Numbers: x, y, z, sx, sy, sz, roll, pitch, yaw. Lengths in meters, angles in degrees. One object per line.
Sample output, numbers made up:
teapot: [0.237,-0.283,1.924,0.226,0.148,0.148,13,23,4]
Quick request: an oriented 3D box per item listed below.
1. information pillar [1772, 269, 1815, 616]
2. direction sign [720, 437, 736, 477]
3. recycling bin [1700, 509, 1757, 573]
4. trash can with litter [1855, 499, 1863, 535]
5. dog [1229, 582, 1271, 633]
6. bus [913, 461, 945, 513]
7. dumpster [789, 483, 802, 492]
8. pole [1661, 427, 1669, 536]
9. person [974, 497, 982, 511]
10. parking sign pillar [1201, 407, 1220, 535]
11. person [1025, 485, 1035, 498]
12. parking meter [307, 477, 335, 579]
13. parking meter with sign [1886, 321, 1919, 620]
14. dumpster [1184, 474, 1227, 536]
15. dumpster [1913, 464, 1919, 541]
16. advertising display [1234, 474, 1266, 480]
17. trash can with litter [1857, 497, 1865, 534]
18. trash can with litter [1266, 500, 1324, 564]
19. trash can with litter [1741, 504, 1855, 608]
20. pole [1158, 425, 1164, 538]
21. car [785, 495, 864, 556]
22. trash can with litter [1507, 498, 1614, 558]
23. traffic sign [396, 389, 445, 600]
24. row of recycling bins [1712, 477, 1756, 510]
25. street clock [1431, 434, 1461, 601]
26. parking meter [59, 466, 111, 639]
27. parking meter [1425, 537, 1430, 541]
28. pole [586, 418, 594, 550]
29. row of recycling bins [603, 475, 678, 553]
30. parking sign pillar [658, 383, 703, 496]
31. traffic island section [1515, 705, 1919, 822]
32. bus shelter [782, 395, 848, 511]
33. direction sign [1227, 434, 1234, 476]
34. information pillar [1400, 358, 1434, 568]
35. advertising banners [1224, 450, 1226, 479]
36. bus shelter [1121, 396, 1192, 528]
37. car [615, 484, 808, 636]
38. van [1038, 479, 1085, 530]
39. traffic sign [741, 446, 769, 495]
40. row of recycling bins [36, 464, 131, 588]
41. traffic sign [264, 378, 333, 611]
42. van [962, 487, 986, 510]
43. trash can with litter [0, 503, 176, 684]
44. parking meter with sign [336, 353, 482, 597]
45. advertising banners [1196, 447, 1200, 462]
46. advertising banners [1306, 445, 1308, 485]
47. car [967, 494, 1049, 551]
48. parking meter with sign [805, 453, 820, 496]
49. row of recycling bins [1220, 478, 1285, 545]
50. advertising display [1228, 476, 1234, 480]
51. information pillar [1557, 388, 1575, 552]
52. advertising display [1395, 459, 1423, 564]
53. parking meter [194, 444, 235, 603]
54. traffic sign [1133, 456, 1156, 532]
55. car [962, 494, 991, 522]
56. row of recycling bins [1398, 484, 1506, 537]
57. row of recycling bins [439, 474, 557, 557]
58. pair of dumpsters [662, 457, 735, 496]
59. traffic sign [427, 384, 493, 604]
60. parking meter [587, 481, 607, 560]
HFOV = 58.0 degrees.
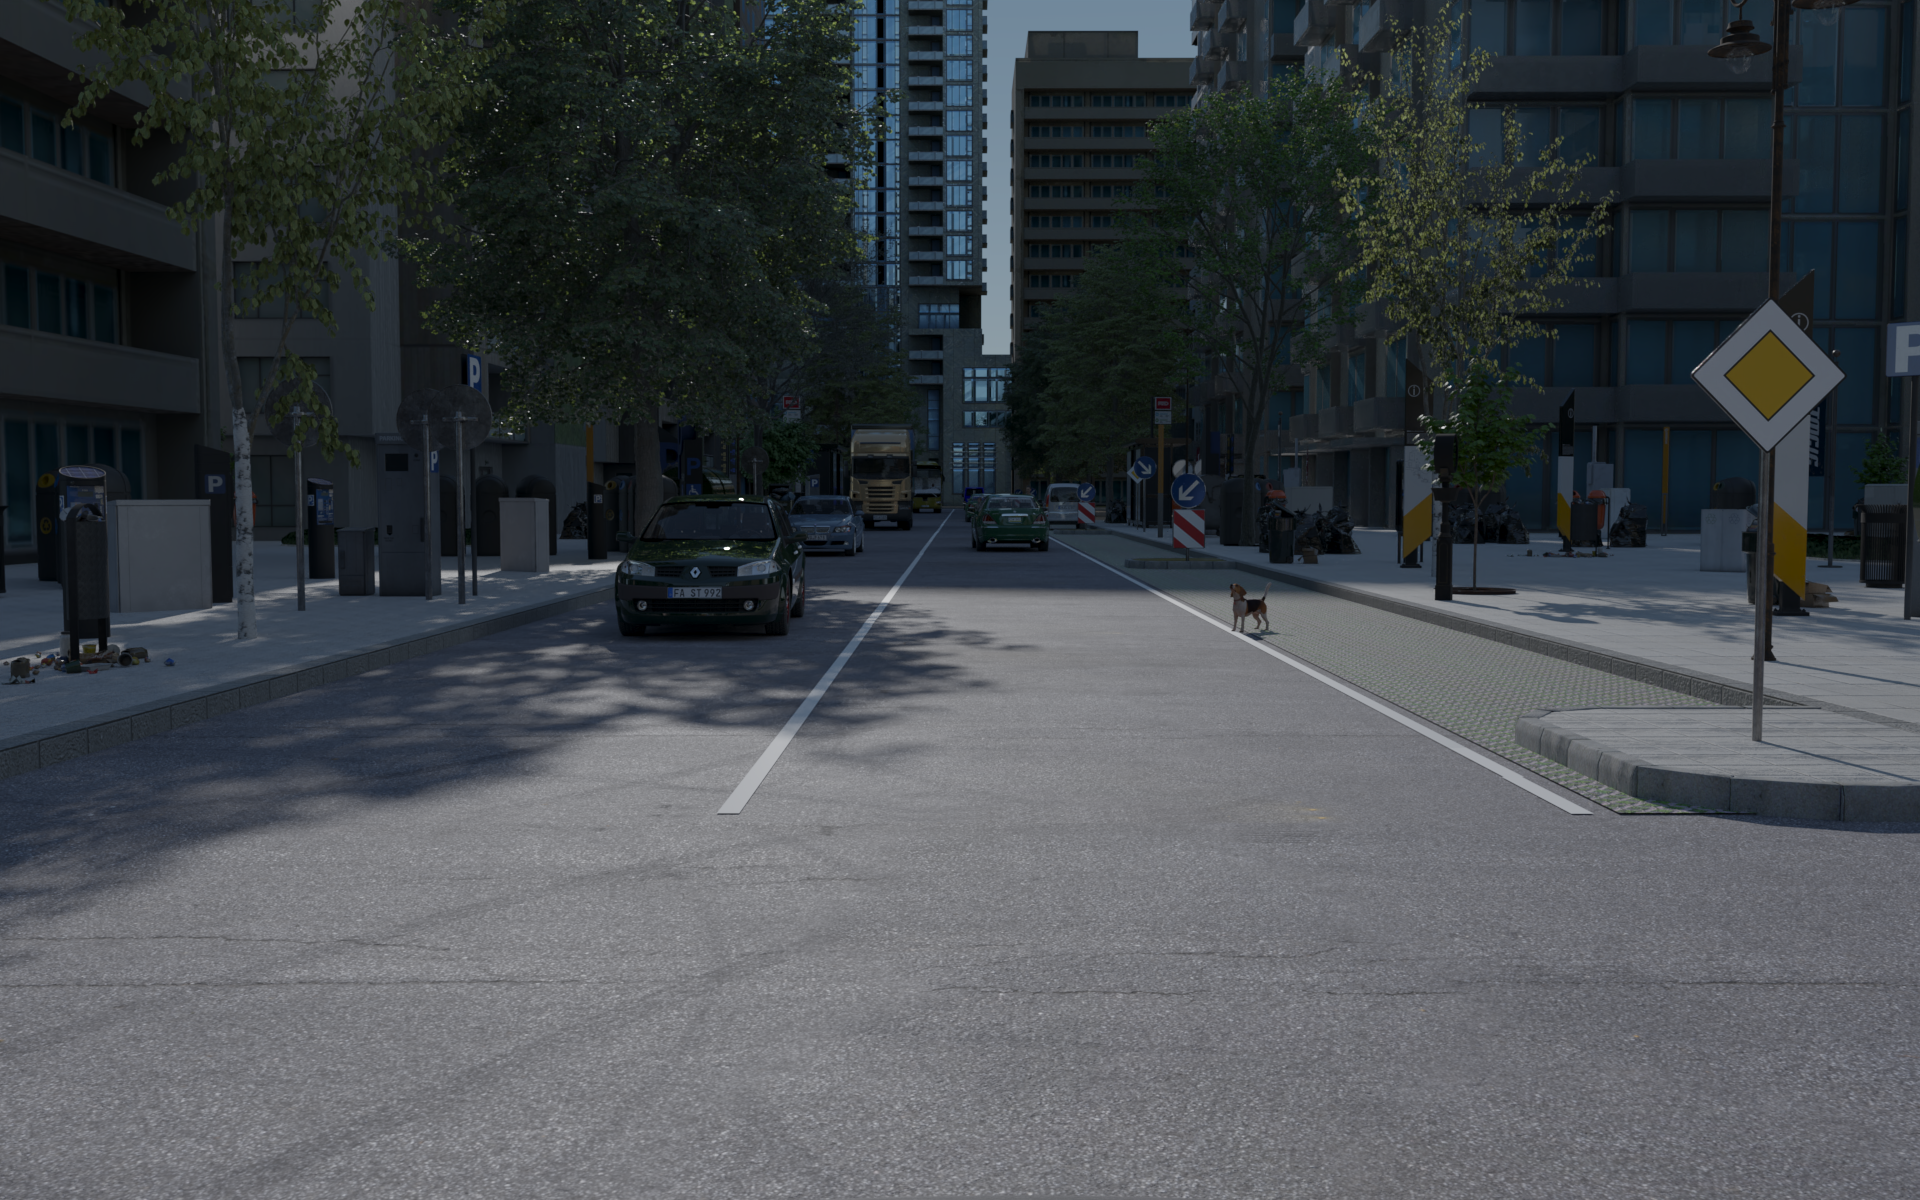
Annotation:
information pillar: [8.669,-1.640,18.165,0.504,3.616,0.183,0,4,2]
direction sign: [-9.288,-4.738,69.464,0.876,3.537,0.379,3,5,40]
recycling bin: [12.770,-0.990,28.736,0.722,1.027,0.722,3,5,43]
trash can with litter: [24.521,-2.199,47.342,0.624,1.170,1.055,0,4,-5]
dog: [3.025,0.076,18.041,0.406,0.507,0.540,1,4,12]
bus: [-2.603,-8.628,132.608,2.896,3.916,12.252,0,4,0]
dumpster: [-7.642,-4.584,80.700,1.264,1.857,1.865,0,4,0]
pole: [21.452,-3.599,52.679,0.158,3.312,0.155,0,3,0]
person: [0.829,-3.592,71.508,0.475,1.303,0.640,-1,4,-12]
parking sign pillar: [7.835,-4.026,54.298,1.447,3.967,1.447,0,4,2]
person: [2.370,-3.150,60.757,0.760,1.731,0.466,2,4,35]
parking meter: [-9.689,-1.092,26.264,0.372,1.533,0.369,0,3,0]
parking meter with sign: [10.308,-1.335,18.091,1.738,3.016,0.543,-3,4,-39]
dumpster: [7.351,-2.809,51.681,1.264,1.857,1.865,0,3,0]
dumpster: [6.722,-0.454,9.923,1.502,2.255,1.985,0,4,0]
advertising display: [9.610,-3.177,57.155,0.974,1.923,0.123,2,4,31]
trash can with litter: [22.654,-2.003,43.801,1.678,1.210,2.233,-2,4,-30]
trash can with litter: [6.196,-1.263,32.037,1.055,1.170,0.624,1,4,9]
trash can with litter: [9.565,-0.522,19.926,0.624,1.170,1.055,-2,4,-35]
pole: [5.909,-3.495,50.994,0.158,3.312,0.155,0,3,0]
car: [-3.258,-1.799,41.408,2.014,1.417,4.499,0,4,1]
trash can with litter: [12.358,-1.495,35.501,2.233,1.210,1.678,1,4,10]
traffic sign: [-6.446,-1.275,20.947,0.768,2.556,0.104,0,4,5]
row of recycling bins: [19.400,-2.217,43.358,1.069,1.692,3.534,1,4,21]
street clock: [5.848,-0.998,20.880,0.358,2.002,0.471,2,4,24]
parking meter: [-7.807,-0.431,15.451,0.372,1.533,0.369,0,3,0]
parking meter: [12.621,-2.368,47.131,0.372,1.533,0.369,0,3,0]
pole: [-8.480,-2.806,39.724,0.158,3.312,0.155,0,3,0]
row of recycling bins: [-6.931,-1.867,37.632,1.069,1.692,3.534,-2,4,-26]
parking sign pillar: [-6.318,-3.192,40.656,1.447,3.967,1.447,-1,4,-14]
traffic island section: [4.164,0.811,9.020,2.009,0.180,2.903,0,4,0]
bus shelter: [-6.109,-5.838,73.083,2.179,5.291,8.768,0,4,0]
direction sign: [10.212,-4.493,65.464,0.379,3.537,0.876,0,4,-6]
information pillar: [7.905,-2.360,29.939,0.504,3.616,0.183,0,4,3]
advertising banners: [10.438,-4.409,68.280,0.090,3.025,2.074,1,4,10]
bus shelter: [7.630,-5.581,68.876,2.179,5.291,8.768,0,4,0]
car: [-2.621,-0.548,18.750,2.009,1.686,4.222,0,4,-2]
van: [4.124,-3.802,69.171,2.013,2.044,4.112,0,4,1]
traffic sign: [-5.484,-2.825,46.290,0.768,2.556,0.104,0,4,7]
row of recycling bins: [-12.443,-1.073,24.657,1.069,1.692,3.534,-2,4,-33]
traffic sign: [-7.240,-1.154,18.967,0.768,2.556,0.104,0,4,4]
van: [1.283,-9.273,156.005,2.240,2.365,5.245,0,3,0]
trash can with litter: [-6.675,-0.100,12.696,1.678,1.210,2.233,0,4,-4]
parking meter with sign: [-6.949,-1.562,21.805,1.738,3.016,0.543,0,4,2]
advertising banners: [8.886,-4.116,63.486,0.090,3.025,2.074,0,4,-4]
advertising banners: [12.571,-4.070,62.732,0.090,3.025,2.074,1,4,12]
car: [1.266,-2.013,44.709,2.131,1.459,4.920,0,4,-2]
parking meter with sign: [-5.758,-4.348,67.355,0.543,3.016,1.738,-1,4,-19]
row of recycling bins: [7.605,-2.328,45.180,1.069,1.692,3.534,2,4,27]
advertising display: [10.025,-3.459,61.768,0.974,1.923,0.123,1,4,10]
information pillar: [13.408,-2.872,38.314,0.504,3.616,0.183,-3,5,-39]
advertising display: [8.387,-1.650,32.187,0.123,1.923,0.974,3,5,43]
parking meter: [-8.784,-0.900,20.431,0.399,1.863,0.255,-2,4,-33]
traffic sign: [6.226,-3.567,58.421,0.768,2.556,0.104,0,4,3]
car: [1.189,-4.740,89.290,2.131,1.459,4.920,0,4,-1]
row of recycling bins: [14.703,-2.735,51.835,1.069,1.692,3.534,-3,5,-44]
row of recycling bins: [-10.189,-1.766,35.989,3.534,1.692,1.069,-1,4,-12]
pair of dumpsters: [-6.799,-2.562,44.377,1.574,2.255,4.437,0,4,0]
traffic sign: [-5.815,-1.225,20.141,0.768,2.556,0.104,0,4,3]
parking meter: [-7.137,-1.569,34.069,0.372,1.533,0.369,0,3,0]
